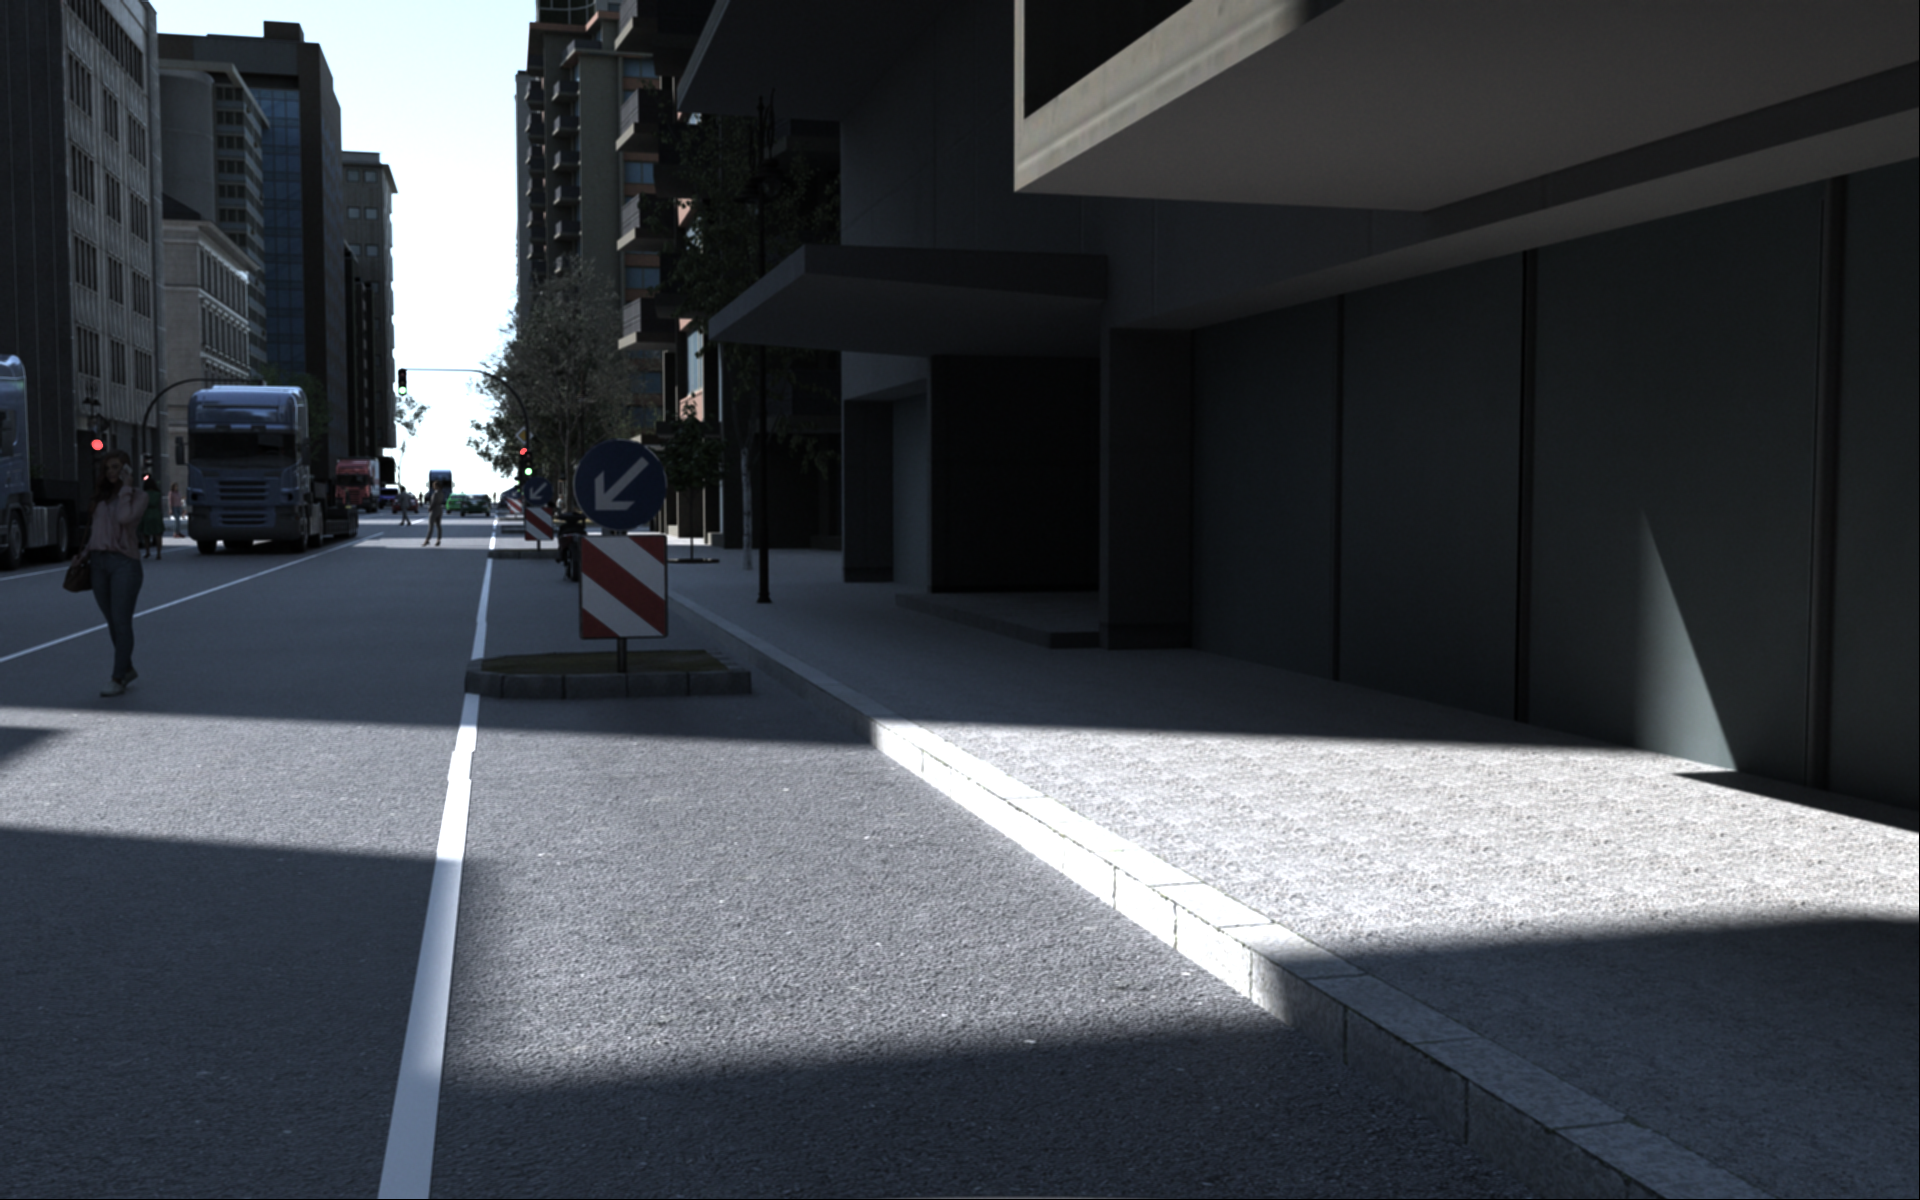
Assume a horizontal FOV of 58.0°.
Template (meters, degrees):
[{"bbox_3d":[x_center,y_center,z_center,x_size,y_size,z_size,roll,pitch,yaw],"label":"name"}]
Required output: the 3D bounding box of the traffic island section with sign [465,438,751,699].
[{"bbox_3d":[-2.713,-0.272,13.078,1.989,1.847,2.006,-1,4,-15],"label":"traffic island section with sign"}]

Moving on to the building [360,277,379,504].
[{"bbox_3d":[-83.816,-27.752,225.442,14.160,30.474,14.107,-1,4,-15],"label":"building"}]

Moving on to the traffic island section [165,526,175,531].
[{"bbox_3d":[-31.883,-2.789,67.876,2.009,0.180,2.903,-1,4,-15],"label":"traffic island section"}]

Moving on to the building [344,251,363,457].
[{"bbox_3d":[-76.116,-25.949,195.960,14.160,30.474,14.107,-1,4,-15],"label":"building"}]

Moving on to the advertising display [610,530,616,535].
[{"bbox_3d":[-8.371,-2.236,41.775,0.123,1.923,0.974,0,4,-7],"label":"advertising display"}]

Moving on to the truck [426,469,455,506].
[{"bbox_3d":[-57.559,-12.380,192.169,2.967,4.110,18.799,-1,4,-16],"label":"truck"}]

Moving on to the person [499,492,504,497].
[{"bbox_3d":[-61.693,-13.695,233.349,0.756,1.711,0.436,0,4,-5],"label":"person"}]

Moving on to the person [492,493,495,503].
[{"bbox_3d":[-76.113,-16.787,283.057,0.705,1.812,1.348,1,4,10],"label":"person"}]

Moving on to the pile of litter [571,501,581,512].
[{"bbox_3d":[-27.604,-6.722,123.870,1.176,0.858,1.719,0,4,5],"label":"pile of litter"}]

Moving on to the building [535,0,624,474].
[{"bbox_3d":[-42.560,-47.169,209.470,20.563,71.187,20.611,-1,4,-15],"label":"building"}]

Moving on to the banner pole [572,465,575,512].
[{"bbox_3d":[-26.452,-7.880,118.849,0.401,3.779,0.863,-3,5,-42],"label":"banner pole"}]

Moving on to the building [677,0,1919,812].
[{"bbox_3d":[12.125,-26.021,14.687,28.713,52.752,27.495,-1,4,-15],"label":"building"}]

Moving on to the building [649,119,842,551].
[{"bbox_3d":[1.666,-24.153,49.524,22.147,44.769,28.867,-1,4,-15],"label":"building"}]

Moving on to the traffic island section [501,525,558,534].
[{"bbox_3d":[-15.871,-2.543,63.853,2.009,0.180,2.903,-1,4,-15],"label":"traffic island section"}]

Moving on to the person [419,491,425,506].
[{"bbox_3d":[-62.865,-11.845,202.129,0.705,1.831,1.348,1,4,11],"label":"person"}]

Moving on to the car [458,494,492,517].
[{"bbox_3d":[-31.152,-6.085,111.289,2.131,1.459,4.920,-1,4,-16],"label":"car"}]

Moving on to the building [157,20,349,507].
[{"bbox_3d":[-68.250,-31.670,167.912,14.600,45.320,14.200,-1,4,-15],"label":"building"}]

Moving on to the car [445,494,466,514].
[{"bbox_3d":[-36.082,-7.095,124.806,1.959,1.807,4.718,-1,4,-16],"label":"car"}]

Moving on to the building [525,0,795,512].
[{"bbox_3d":[-29.315,-31.121,163.461,22.147,44.769,28.867,-1,4,-15],"label":"building"}]

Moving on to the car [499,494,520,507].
[{"bbox_3d":[-44.833,-9.798,172.199,2.014,1.417,4.499,-1,4,-14],"label":"car"}]

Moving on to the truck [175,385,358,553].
[{"bbox_3d":[-18.988,-3.609,48.768,2.967,4.110,18.799,-1,4,-15],"label":"truck"}]

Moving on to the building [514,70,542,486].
[{"bbox_3d":[-51.551,-42.957,244.345,21.231,58.520,28.212,-1,4,-15],"label":"building"}]

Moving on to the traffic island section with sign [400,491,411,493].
[{"bbox_3d":[-78.706,-14.388,243.873,1.989,1.847,2.006,-1,4,-15],"label":"traffic island section with sign"}]

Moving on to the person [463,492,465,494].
[{"bbox_3d":[-82.424,-17.061,288.168,1.217,1.743,0.721,-3,5,-40],"label":"person"}]

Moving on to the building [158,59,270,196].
[{"bbox_3d":[-72.924,-27.843,147.107,32.217,40.220,23.993,-1,4,-15],"label":"building"}]

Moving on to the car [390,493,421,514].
[{"bbox_3d":[-40.742,-7.230,127.256,2.155,1.783,4.494,-1,4,-16],"label":"car"}]

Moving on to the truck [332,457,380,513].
[{"bbox_3d":[-46.066,-8.780,132.458,2.839,4.237,11.283,-1,4,-15],"label":"truck"}]

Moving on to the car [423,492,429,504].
[{"bbox_3d":[-79.694,-15.438,261.087,2.281,1.827,5.304,-1,4,-15],"label":"car"}]

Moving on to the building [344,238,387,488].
[{"bbox_3d":[-97.478,-33.597,241.198,32.217,40.220,23.993,-1,4,-15],"label":"building"}]

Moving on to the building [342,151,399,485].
[{"bbox_3d":[-101.573,-41.412,266.316,28.713,52.752,27.495,-1,4,-15],"label":"building"}]

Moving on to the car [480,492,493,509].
[{"bbox_3d":[-46.964,-9.836,169.855,2.155,1.783,4.494,-1,4,-13],"label":"car"}]

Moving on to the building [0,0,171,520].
[{"bbox_3d":[-42.586,-15.683,74.432,12.078,24.808,19.932,-1,4,-15],"label":"building"}]

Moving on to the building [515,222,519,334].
[{"bbox_3d":[-58.305,-37.787,272.448,22.147,44.769,28.867,-1,4,-15],"label":"building"}]

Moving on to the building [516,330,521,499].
[{"bbox_3d":[-67.755,-31.902,293.299,14.160,30.474,14.107,-1,4,-15],"label":"building"}]

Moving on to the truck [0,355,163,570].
[{"bbox_3d":[-20.808,-3.004,38.871,2.967,4.110,18.799,-1,4,-16],"label":"truck"}]

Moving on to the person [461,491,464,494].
[{"bbox_3d":[-49.682,-10.001,172.542,0.721,1.766,1.217,-3,5,-41],"label":"person"}]

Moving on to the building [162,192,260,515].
[{"bbox_3d":[-50.373,-15.512,104.532,10.553,20.767,40.483,-1,4,-15],"label":"building"}]
